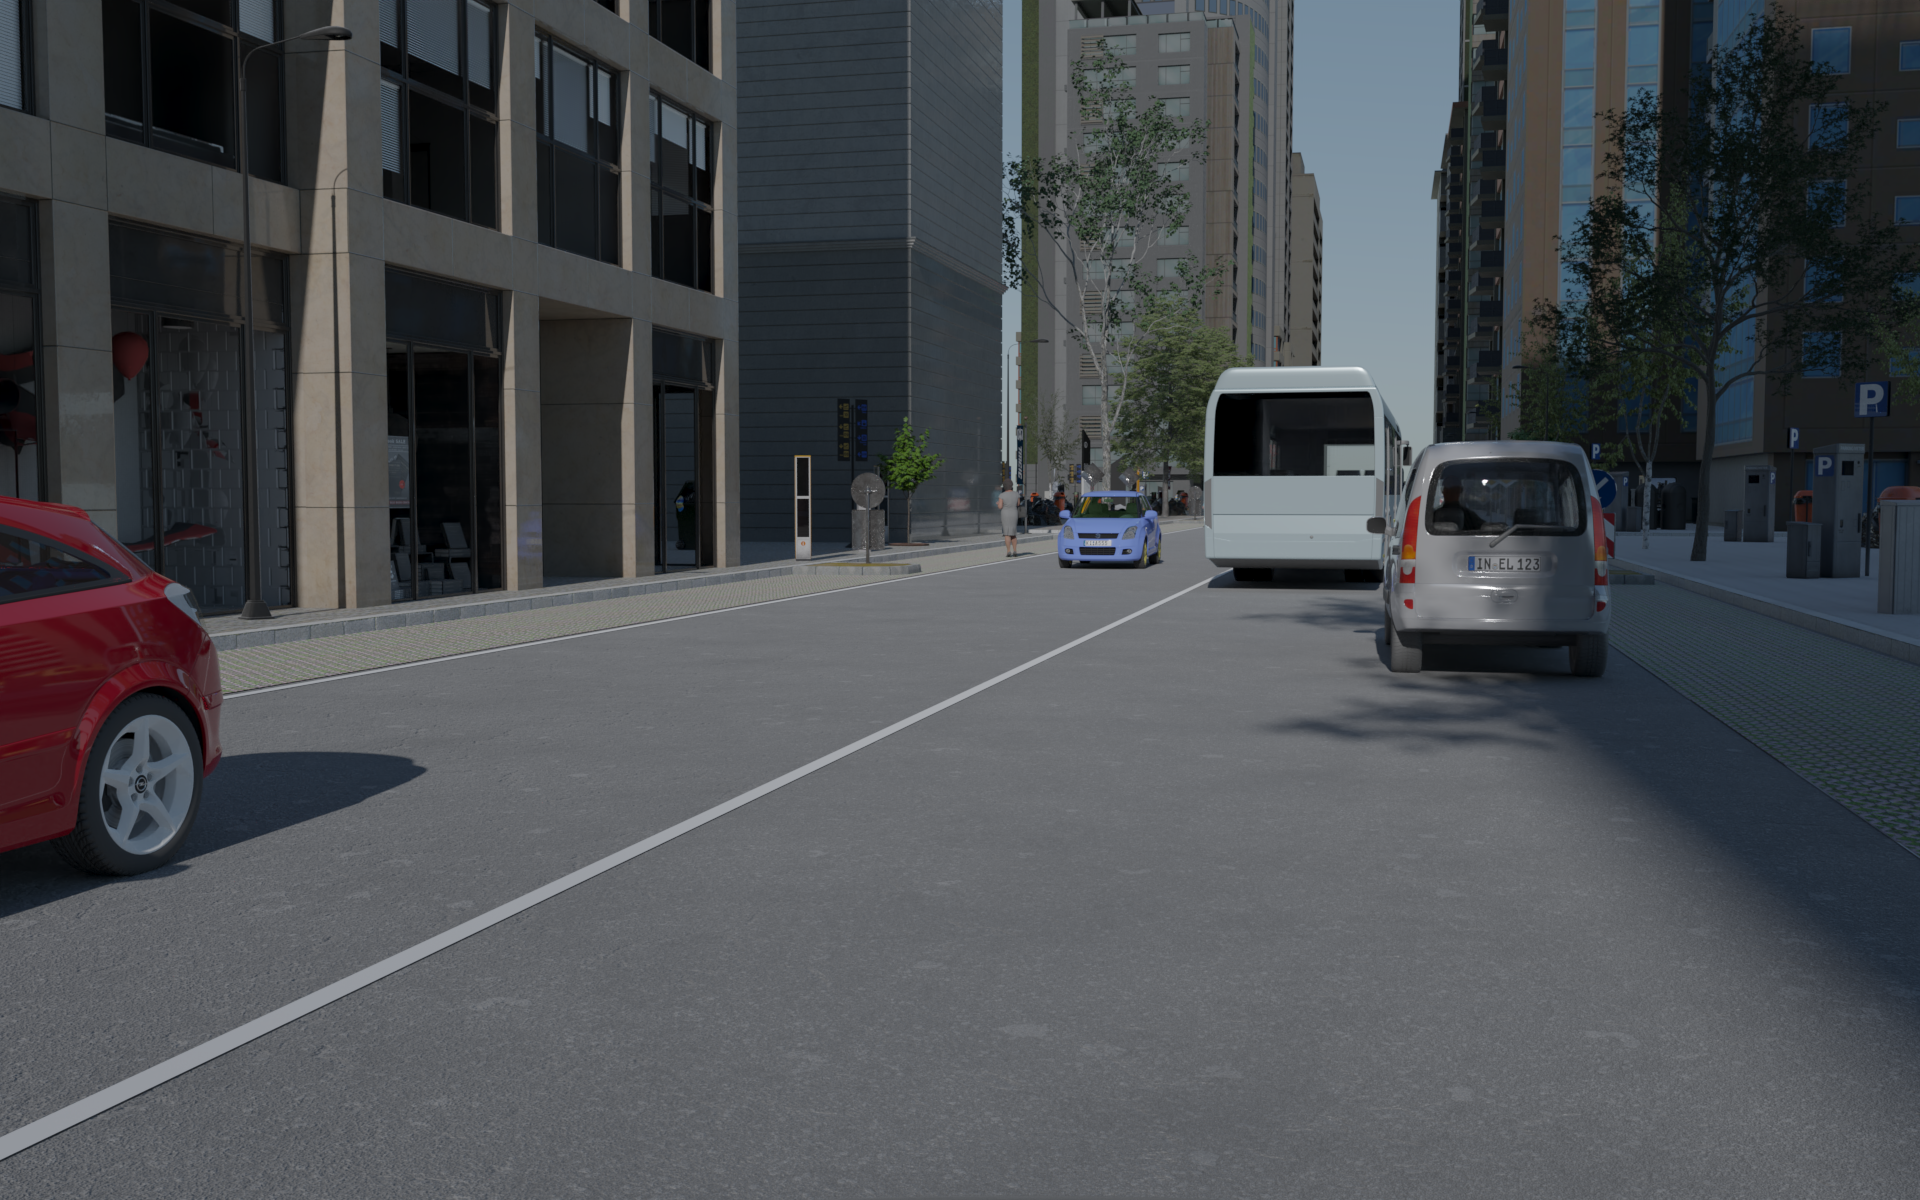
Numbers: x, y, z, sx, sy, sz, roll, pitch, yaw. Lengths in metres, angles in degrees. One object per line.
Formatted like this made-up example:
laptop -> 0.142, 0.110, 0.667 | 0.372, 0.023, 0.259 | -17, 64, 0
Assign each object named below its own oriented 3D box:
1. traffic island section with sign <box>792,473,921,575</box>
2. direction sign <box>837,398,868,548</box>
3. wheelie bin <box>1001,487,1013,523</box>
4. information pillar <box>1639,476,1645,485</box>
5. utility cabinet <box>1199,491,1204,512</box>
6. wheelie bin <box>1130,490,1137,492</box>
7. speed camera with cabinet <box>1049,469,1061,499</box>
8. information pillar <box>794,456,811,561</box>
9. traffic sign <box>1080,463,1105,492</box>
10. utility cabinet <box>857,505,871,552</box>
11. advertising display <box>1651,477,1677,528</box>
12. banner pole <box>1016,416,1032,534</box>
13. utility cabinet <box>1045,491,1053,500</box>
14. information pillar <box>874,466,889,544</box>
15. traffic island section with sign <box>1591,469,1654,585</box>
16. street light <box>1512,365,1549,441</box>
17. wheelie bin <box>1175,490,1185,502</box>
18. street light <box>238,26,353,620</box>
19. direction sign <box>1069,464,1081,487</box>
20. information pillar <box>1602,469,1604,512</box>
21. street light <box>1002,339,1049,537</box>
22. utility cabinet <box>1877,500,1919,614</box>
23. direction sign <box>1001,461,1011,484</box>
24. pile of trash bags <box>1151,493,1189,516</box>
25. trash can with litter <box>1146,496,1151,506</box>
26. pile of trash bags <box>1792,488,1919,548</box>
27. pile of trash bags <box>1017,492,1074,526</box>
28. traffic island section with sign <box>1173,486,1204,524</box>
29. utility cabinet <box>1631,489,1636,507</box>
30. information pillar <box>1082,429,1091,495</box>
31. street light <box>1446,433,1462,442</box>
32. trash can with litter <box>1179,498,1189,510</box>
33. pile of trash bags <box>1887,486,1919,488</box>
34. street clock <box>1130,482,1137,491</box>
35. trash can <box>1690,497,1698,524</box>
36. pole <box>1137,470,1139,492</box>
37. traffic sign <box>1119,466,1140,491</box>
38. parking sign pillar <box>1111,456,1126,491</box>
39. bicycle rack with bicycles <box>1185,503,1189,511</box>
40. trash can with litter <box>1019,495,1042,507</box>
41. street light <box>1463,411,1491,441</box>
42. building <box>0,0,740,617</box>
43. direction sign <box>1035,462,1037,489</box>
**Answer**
traffic island section with sign -> -1.780, -1.386, 31.290 | 1.989, 1.847, 2.006 | 1, 4, 14
direction sign -> -2.558, -3.017, 41.327 | 0.876, 3.537, 0.379 | -3, 5, -41
wheelie bin -> 2.035, -4.263, 77.606 | 0.980, 1.594, 0.693 | 1, 4, 10
information pillar -> 27.333, -3.956, 69.174 | 0.304, 2.012, 0.304 | -1, 4, -19
utility cabinet -> 17.805, -7.139, 125.401 | 0.318, 1.500, 1.173 | -3, 5, -39
wheelie bin -> 12.390, -7.075, 123.579 | 0.980, 1.594, 0.693 | 2, 4, 35
speed camera with cabinet -> 7.043, -8.158, 127.716 | 0.660, 3.252, 2.038 | 1, 4, 13
information pillar -> -3.014, -1.757, 33.221 | 0.304, 2.012, 0.304 | 0, 4, -7
traffic sign -> 4.216, -3.153, 55.191 | 0.795, 2.450, 0.064 | 1, 4, 14
utility cabinet -> -2.164, -1.692, 38.831 | 0.306, 1.237, 1.020 | 0, 4, -5
advertising display -> 26.298, -3.648, 64.851 | 0.974, 1.923, 0.123 | 2, 4, 29
banner pole -> 2.001, -4.007, 55.539 | 0.401, 3.779, 0.863 | 2, 4, 30
utility cabinet -> 6.858, -7.384, 129.407 | 0.318, 1.500, 1.173 | -3, 5, -44
information pillar -> -2.032, -2.464, 44.770 | 0.304, 2.012, 0.304 | -2, 4, -25
traffic island section with sign -> 10.169, -1.204, 28.310 | 1.989, 1.847, 2.006 | 1, 4, 14
street light -> 20.600, -5.503, 62.511 | 1.470, 5.913, 1.316 | 1, 4, 14
wheelie bin -> 17.577, -7.930, 137.561 | 0.980, 1.594, 0.693 | -2, 4, -30
street light -> -6.708, -2.749, 17.483 | 1.470, 5.913, 1.316 | 1, 4, 14
direction sign -> 8.628, -8.434, 129.885 | 0.876, 3.537, 0.379 | 0, 4, 7
information pillar -> 18.460, -2.789, 50.095 | 0.304, 2.012, 0.304 | 2, 4, 28
street light -> 1.970, -4.861, 52.021 | 1.470, 5.913, 1.316 | 1, 4, 14
utility cabinet -> 10.426, -0.454, 18.584 | 1.020, 1.237, 0.306 | 0, 4, -5
direction sign -> 3.104, -7.748, 118.676 | 0.379, 3.537, 0.876 | 2, 4, 33
pile of trash bags -> 12.656, -5.699, 102.924 | 1.912, 1.369, 3.447 | 2, 4, 34
trash can with litter -> 13.098, -6.694, 120.838 | 0.624, 1.170, 1.055 | 2, 4, 30
pile of trash bags -> 21.789, -1.936, 41.408 | 3.447, 1.369, 1.912 | 1, 4, 23
pile of trash bags -> 3.395, -3.768, 71.352 | 1.912, 1.369, 3.447 | 2, 4, 31
traffic island section with sign -> 11.487, -4.637, 84.447 | 1.989, 1.847, 2.006 | 1, 4, 14
utility cabinet -> 28.931, -4.041, 74.749 | 1.173, 1.500, 0.318 | 2, 4, 34
information pillar -> 4.556, -4.364, 62.712 | 0.183, 3.616, 0.504 | 2, 4, 35
street light -> 39.336, -10.114, 137.907 | 1.470, 5.913, 1.316 | 1, 4, 14
trash can with litter -> 17.677, -7.590, 135.485 | 1.055, 1.170, 0.624 | -1, 4, -20
pile of trash bags -> 11.897, -0.647, 20.329 | 3.447, 1.369, 1.912 | -2, 4, -31
street clock -> 8.982, -5.214, 89.823 | 0.358, 2.002, 0.471 | -1, 4, -13
trash can -> 31.587, -3.813, 74.002 | 0.748, 1.137, 0.748 | 0, 3, 0
pole -> 12.232, -7.659, 119.069 | 0.158, 3.312, 0.155 | 0, 3, 0
traffic sign -> 6.149, -3.627, 62.940 | 0.795, 2.450, 0.064 | 1, 4, 14
parking sign pillar -> 10.503, -7.836, 116.583 | 1.447, 3.967, 1.447 | 0, 4, 0
bicycle rack with bicycles -> 17.410, -7.080, 129.146 | 2.925, 0.926, 2.852 | 0, 4, -3
trash can with litter -> 4.131, -5.527, 101.431 | 2.233, 1.210, 1.678 | 0, 4, 4
street light -> 29.170, -7.626, 97.223 | 1.470, 5.913, 1.316 | 1, 4, 14
building -> -17.336, -12.927, 15.878 | 19.350, 26.468, 34.151 | 1, 4, 14
direction sign -> 5.411, -8.028, 123.253 | 0.379, 3.537, 0.876 | 0, 4, 6
